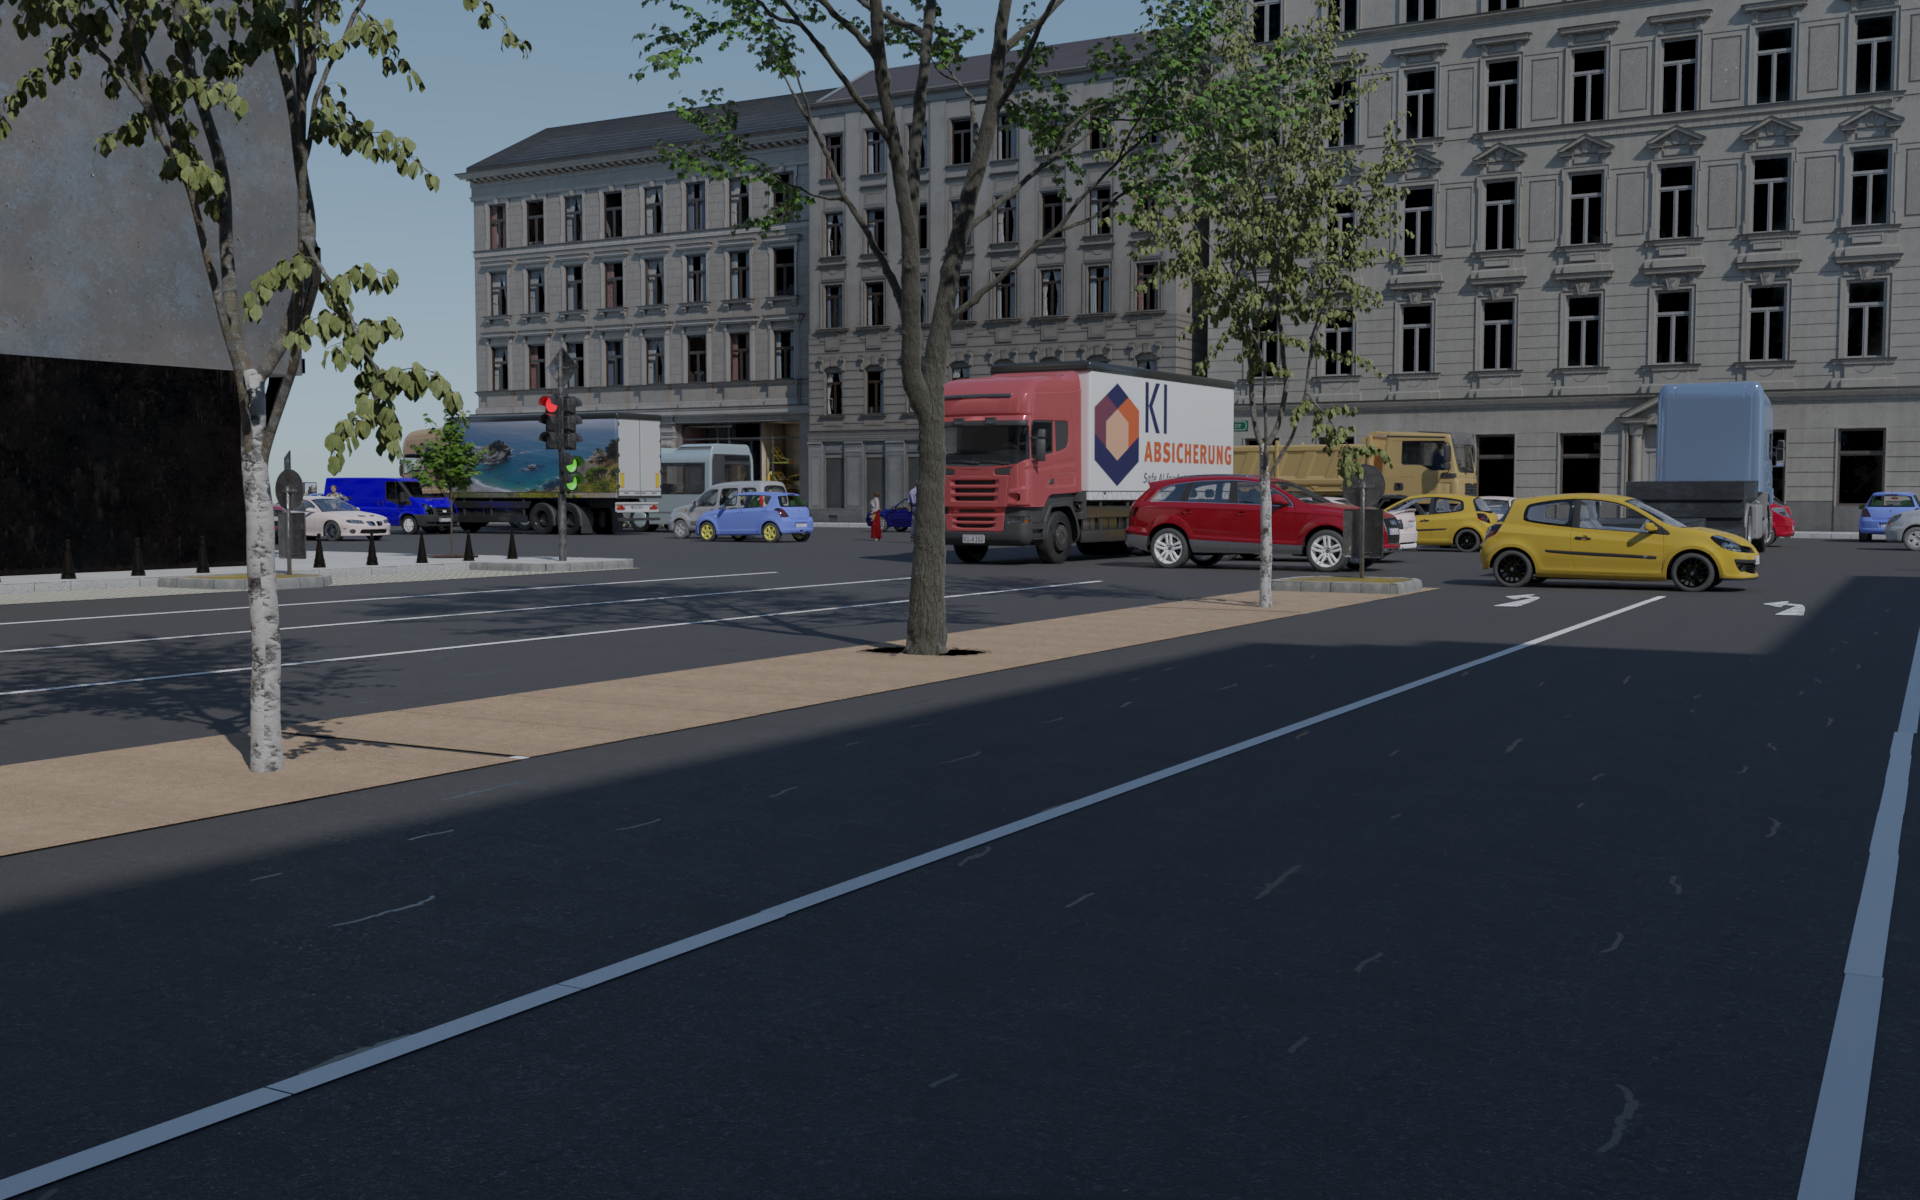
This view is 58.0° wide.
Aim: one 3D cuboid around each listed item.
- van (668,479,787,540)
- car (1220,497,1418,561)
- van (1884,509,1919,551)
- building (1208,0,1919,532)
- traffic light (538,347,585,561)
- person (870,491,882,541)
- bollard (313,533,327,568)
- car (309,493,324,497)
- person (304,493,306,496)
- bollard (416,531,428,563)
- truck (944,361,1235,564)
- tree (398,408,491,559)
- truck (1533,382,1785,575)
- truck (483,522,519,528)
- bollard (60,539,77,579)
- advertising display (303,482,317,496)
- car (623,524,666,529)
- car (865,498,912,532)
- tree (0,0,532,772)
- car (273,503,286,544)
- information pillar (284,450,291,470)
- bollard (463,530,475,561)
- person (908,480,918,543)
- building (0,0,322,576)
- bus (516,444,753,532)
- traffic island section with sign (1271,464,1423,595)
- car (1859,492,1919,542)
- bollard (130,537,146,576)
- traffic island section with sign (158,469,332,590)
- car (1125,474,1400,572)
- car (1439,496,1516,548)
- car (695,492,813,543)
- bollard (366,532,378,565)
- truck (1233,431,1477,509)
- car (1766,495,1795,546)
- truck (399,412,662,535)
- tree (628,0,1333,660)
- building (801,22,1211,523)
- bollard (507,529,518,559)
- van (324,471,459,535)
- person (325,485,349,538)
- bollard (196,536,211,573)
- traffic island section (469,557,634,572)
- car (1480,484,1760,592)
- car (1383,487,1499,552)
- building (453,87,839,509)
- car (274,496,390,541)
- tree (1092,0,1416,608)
[{"bbox_3d":[-7.454,-2.967,55.515,4.112,2.044,2.013,2,4,31],"label":"van"},{"bbox_3d":[7.373,-1.523,37.260,4.827,1.381,2.083,2,4,28],"label":"car"},{"bbox_3d":[25.556,-2.232,43.506,4.112,2.044,2.013,2,4,30],"label":"van"},{"bbox_3d":[32.461,-17.663,65.206,44.131,29.872,17.030,2,4,30],"label":"building"},{"bbox_3d":[-7.604,-2.702,33.095,0.839,4.253,0.868,2,4,30],"label":"traffic light"},{"bbox_3d":[-2.596,-2.589,53.296,0.387,1.526,0.523,0,4,-4],"label":"person"},{"bbox_3d":[-11.166,-0.865,30.182,0.229,0.601,0.229,0,3,0],"label":"bollard"},{"bbox_3d":[-29.291,-4.402,81.556,3.694,1.707,1.945,2,4,28],"label":"car"},{"bbox_3d":[-22.827,-3.097,59.501,0.716,1.782,0.532,1,4,18],"label":"person"},{"bbox_3d":[-10.009,-0.989,32.209,0.229,0.601,0.229,0,3,0],"label":"bollard"},{"bbox_3d":[2.863,-3.060,38.953,2.839,4.237,11.283,2,4,31],"label":"truck"},{"bbox_3d":[-10.299,-2.471,35.010,1.663,3.219,1.824,0,3,0],"label":"tree"},{"bbox_3d":[15.228,-2.880,36.840,2.967,4.110,18.799,2,4,30],"label":"truck"},{"bbox_3d":[-20.134,-4.853,75.263,9.791,3.379,3.469,2,4,31],"label":"truck"},{"bbox_3d":[-13.468,-0.618,26.147,0.229,0.601,0.229,0,3,0],"label":"bollard"},{"bbox_3d":[-34.962,-5.380,93.174,0.123,1.923,0.974,1,4,19],"label":"advertising display"},{"bbox_3d":[-12.817,-3.864,72.772,3.694,1.707,1.945,2,4,31],"label":"car"},{"bbox_3d":[-1.586,-3.217,65.176,3.894,1.354,1.945,2,4,30],"label":"car"},{"bbox_3d":[-3.655,-3.402,8.446,4.737,8.622,4.395,0,3,0],"label":"tree"},{"bbox_3d":[-21.590,-2.516,49.809,5.304,1.827,2.281,2,4,28],"label":"car"},{"bbox_3d":[-36.006,-6.205,92.807,0.504,3.616,0.183,2,4,31],"label":"information pillar"},{"bbox_3d":[-9.427,-1.051,33.225,0.229,0.601,0.229,0,3,0],"label":"bollard"},{"bbox_3d":[-1.156,-2.573,50.436,0.709,1.838,0.599,3,5,42],"label":"person"},{"bbox_3d":[-22.318,-9.960,30.303,16.811,18.784,16.820,2,4,30],"label":"building"},{"bbox_3d":[-14.078,-4.439,67.441,13.247,3.499,2.948,2,4,31],"label":"bus"},{"bbox_3d":[5.836,-1.084,25.867,2.006,1.907,1.989,2,4,30],"label":"traffic island section with sign"},{"bbox_3d":[28.160,-2.609,52.242,1.945,1.707,3.694,2,4,31],"label":"car"},{"bbox_3d":[-12.892,-0.680,27.155,0.229,0.601,0.229,0,3,0],"label":"bollard"},{"bbox_3d":[-10.910,-1.111,26.786,1.989,1.847,2.006,2,4,30],"label":"traffic island section with sign"},{"bbox_3d":[5.793,-1.509,33.339,5.304,1.827,2.281,2,4,31],"label":"car"},{"bbox_3d":[14.344,-2.124,47.085,2.083,1.381,4.827,2,4,29],"label":"car"},{"bbox_3d":[-6.246,-2.603,52.158,3.694,1.707,1.945,2,4,31],"label":"car"},{"bbox_3d":[-10.590,-0.927,31.190,0.229,0.601,0.229,0,3,0],"label":"bollard"},{"bbox_3d":[12.184,-3.615,55.027,9.791,3.379,3.469,2,4,30],"label":"truck"},{"bbox_3d":[20.679,-2.385,48.031,4.494,1.783,2.155,2,4,28],"label":"car"},{"bbox_3d":[-16.017,-4.529,62.969,11.283,4.237,2.839,2,4,29],"label":"truck"},{"bbox_3d":[-0.271,-5.306,14.968,9.928,11.665,9.643,0,3,0],"label":"tree"},{"bbox_3d":[3.187,-13.942,77.097,18.267,20.994,9.793,2,4,30],"label":"building"},{"bbox_3d":[-8.852,-1.113,34.233,0.229,0.601,0.229,0,3,0],"label":"bollard"},{"bbox_3d":[-20.486,-3.550,62.434,5.245,2.365,2.240,2,4,28],"label":"van"},{"bbox_3d":[-20.444,-2.899,56.624,0.841,1.734,0.376,1,4,12],"label":"person"},{"bbox_3d":[-12.317,-0.742,28.166,0.229,0.601,0.229,0,3,0],"label":"bollard"},{"bbox_3d":[-7.634,-0.671,33.248,2.009,0.180,2.903,2,4,30],"label":"traffic island section"},{"bbox_3d":[10.080,-0.999,26.554,3.980,1.641,2.015,2,4,30],"label":"car"},{"bbox_3d":[11.641,-2.060,43.904,3.980,1.641,2.015,2,4,29],"label":"car"},{"bbox_3d":[-21.799,-14.796,92.831,40.483,20.767,10.553,2,4,30],"label":"building"},{"bbox_3d":[-19.909,-2.543,53.937,4.827,1.381,2.083,2,4,28],"label":"car"},{"bbox_3d":[3.760,-4.189,21.305,4.737,8.622,4.395,0,3,0],"label":"tree"}]
